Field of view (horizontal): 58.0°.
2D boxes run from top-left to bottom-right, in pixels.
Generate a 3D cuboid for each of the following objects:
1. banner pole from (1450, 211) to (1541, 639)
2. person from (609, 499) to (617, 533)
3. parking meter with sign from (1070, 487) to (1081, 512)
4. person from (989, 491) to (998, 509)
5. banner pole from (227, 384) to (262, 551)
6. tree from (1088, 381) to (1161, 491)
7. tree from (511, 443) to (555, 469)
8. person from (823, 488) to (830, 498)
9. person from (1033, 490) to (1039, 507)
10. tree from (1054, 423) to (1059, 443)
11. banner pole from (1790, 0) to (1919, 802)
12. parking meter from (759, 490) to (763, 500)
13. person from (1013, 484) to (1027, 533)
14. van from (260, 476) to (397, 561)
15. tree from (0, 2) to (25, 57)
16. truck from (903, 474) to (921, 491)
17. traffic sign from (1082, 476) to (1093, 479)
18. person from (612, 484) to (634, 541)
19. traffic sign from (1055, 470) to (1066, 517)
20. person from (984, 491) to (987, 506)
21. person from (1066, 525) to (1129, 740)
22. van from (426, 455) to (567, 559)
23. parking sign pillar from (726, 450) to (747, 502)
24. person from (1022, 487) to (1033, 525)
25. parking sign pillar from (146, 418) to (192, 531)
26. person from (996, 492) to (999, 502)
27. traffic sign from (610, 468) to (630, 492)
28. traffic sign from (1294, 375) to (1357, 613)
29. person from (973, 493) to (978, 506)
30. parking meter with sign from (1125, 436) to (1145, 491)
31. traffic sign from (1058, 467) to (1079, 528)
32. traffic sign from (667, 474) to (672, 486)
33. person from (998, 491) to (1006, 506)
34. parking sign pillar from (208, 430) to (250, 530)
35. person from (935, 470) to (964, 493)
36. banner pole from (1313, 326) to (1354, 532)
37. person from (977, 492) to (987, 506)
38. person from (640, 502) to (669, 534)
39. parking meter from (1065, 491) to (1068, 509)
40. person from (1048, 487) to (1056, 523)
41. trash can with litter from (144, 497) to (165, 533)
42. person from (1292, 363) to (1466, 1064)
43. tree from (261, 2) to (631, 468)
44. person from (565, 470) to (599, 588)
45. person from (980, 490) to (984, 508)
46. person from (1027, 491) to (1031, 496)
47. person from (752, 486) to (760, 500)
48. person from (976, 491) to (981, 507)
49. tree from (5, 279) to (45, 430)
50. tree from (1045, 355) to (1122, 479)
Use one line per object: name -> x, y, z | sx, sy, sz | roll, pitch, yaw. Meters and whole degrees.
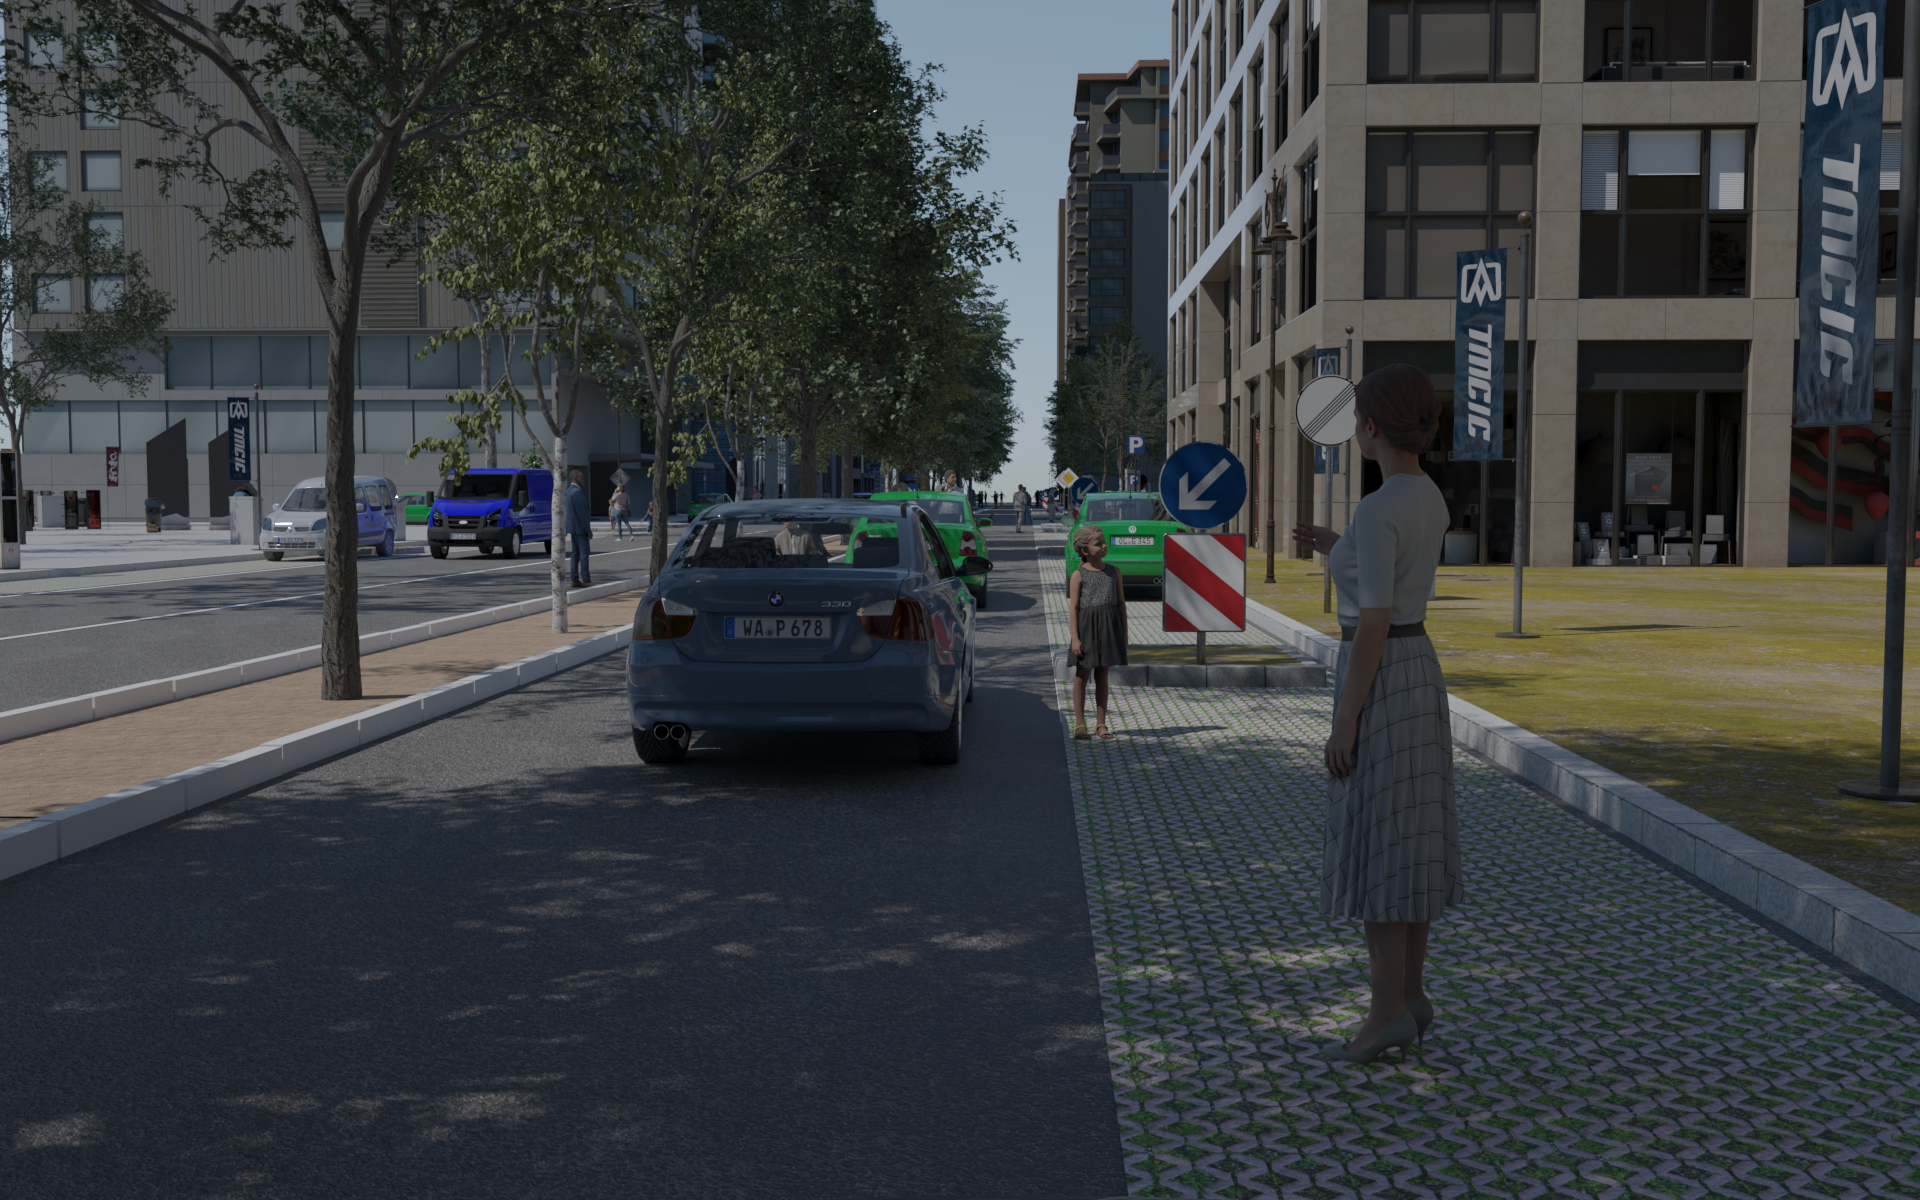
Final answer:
banner pole -> 4.820, -1.563, 15.573 | 0.863, 3.779, 0.401 | 3, 4, 38
person -> -12.628, -3.059, 63.197 | 0.332, 1.250, 0.352 | 1, 4, 21
parking meter with sign -> 8.739, -7.834, 124.349 | 1.738, 3.016, 0.543 | -1, 4, -12
person -> 3.358, -9.922, 171.260 | 0.750, 1.759, 0.617 | -2, 4, -30
banner pole -> -16.191, -3.018, 39.364 | 0.863, 3.779, 0.401 | -1, 4, -12
tree -> 10.706, -9.737, 109.564 | 4.737, 8.622, 4.395 | 0, 3, 0
tree -> -15.847, -4.294, 64.812 | 1.663, 3.219, 1.824 | 0, 3, 0
person -> -7.465, -5.403, 97.423 | 0.593, 1.750, 0.643 | 2, 4, 30
person -> 7.877, -10.251, 175.728 | 1.348, 1.869, 0.705 | -3, 4, -38
tree -> 8.340, -10.126, 115.926 | 4.360, 8.622, 3.978 | 0, 3, 0
banner pole -> 3.915, -1.070, 7.511 | 0.401, 3.779, 0.863 | -1, 4, -14
parking meter -> -12.867, -6.291, 111.275 | 0.372, 1.533, 0.369 | 0, 3, 0
person -> 2.248, -3.353, 63.515 | 0.606, 1.804, 0.583 | 2, 4, 32
van -> -13.885, -1.905, 38.157 | 2.013, 2.044, 4.112 | 0, 4, 3
tree -> -15.818, -10.122, 21.381 | 12.611, 20.169, 13.585 | 0, 3, 0
truck -> -4.634, -12.461, 193.490 | 2.967, 4.110, 18.799 | 0, 4, 0
traffic sign -> 6.964, -5.661, 94.683 | 0.606, 2.300, 0.079 | 0, 4, 8
person -> -10.215, -2.665, 52.668 | 0.593, 1.750, 0.643 | -3, 5, -42
traffic sign -> 4.414, -4.268, 73.419 | 0.795, 2.450, 0.064 | 0, 4, 2
person -> 2.913, -12.063, 205.600 | 0.599, 1.838, 0.709 | -1, 4, -23
person -> 0.810, 0.187, 10.117 | 0.362, 1.253, 0.373 | -1, 4, -14
van -> -10.649, -2.176, 39.963 | 2.240, 2.365, 5.245 | 0, 4, 2
parking sign pillar -> -13.779, -7.240, 106.843 | 1.447, 3.967, 1.447 | 2, 4, 25
person -> 3.097, -4.445, 81.517 | 0.721, 1.781, 0.623 | -2, 4, -29
parking sign pillar -> -28.052, -4.456, 61.330 | 1.447, 3.967, 1.447 | -1, 4, -15
person -> 6.365, -17.730, 298.403 | 1.348, 1.821, 0.705 | -1, 4, -15
traffic sign -> -12.982, -3.822, 66.135 | 0.795, 2.450, 0.064 | 0, 4, 2
traffic sign -> 3.959, -1.130, 18.582 | 0.768, 2.556, 0.104 | 0, 4, 3
person -> 1.681, -12.019, 205.085 | 0.705, 1.814, 1.350 | -3, 5, -42
parking meter with sign -> 5.290, -3.456, 52.769 | 0.543, 3.016, 1.738 | 0, 4, 2
traffic sign -> 4.098, -3.780, 65.441 | 0.795, 2.450, 0.064 | 0, 4, 2
traffic sign -> -12.666, -4.310, 74.114 | 0.795, 2.450, 0.064 | 0, 4, 2
person -> 5.124, -12.595, 214.449 | 1.348, 1.821, 0.705 | 2, 4, 34
parking sign pillar -> -26.006, -4.476, 61.652 | 1.447, 3.967, 1.447 | -1, 4, -11
person -> -0.224, -1.244, 28.935 | 0.679, 1.850, 0.850 | 0, 4, 4
banner pole -> 5.643, -2.202, 26.021 | 0.401, 3.779, 0.863 | -3, 5, -40
person -> 2.312, -10.916, 187.695 | 1.217, 1.735, 0.721 | 1, 4, 20
person -> -10.942, -2.950, 62.236 | 1.012, 1.151, 0.738 | 0, 4, -2
parking meter -> 9.123, -8.521, 147.730 | 0.372, 1.533, 0.369 | 0, 3, 0
person -> 4.572, -4.694, 85.797 | 0.362, 1.759, 0.519 | 2, 4, 27
trash can with litter -> -26.806, -2.831, 57.674 | 0.624, 1.170, 1.055 | -2, 4, -25
person -> 1.024, 0.283, 4.443 | 0.524, 1.755, 0.480 | 2, 4, 34
tree -> -16.147, -12.181, 55.046 | 12.611, 20.169, 13.585 | 0, 3, 0
person -> -5.840, -1.092, 26.541 | 0.419, 1.800, 0.721 | -3, 5, -39
person -> 2.284, -10.538, 180.799 | 0.705, 1.823, 1.348 | -1, 4, -8
person -> 8.136, -12.031, 205.651 | 0.683, 1.767, 0.568 | -1, 4, -15
person -> -9.835, -4.564, 83.134 | 0.555, 1.821, 0.388 | 2, 4, 29
person -> 2.252, -11.586, 198.073 | 0.705, 1.807, 1.348 | 3, 5, 40
tree -> -30.116, -6.263, 52.755 | 4.360, 8.622, 3.978 | 0, 3, 0
tree -> 10.170, -13.591, 140.332 | 7.486, 12.596, 7.792 | 0, 3, 0
